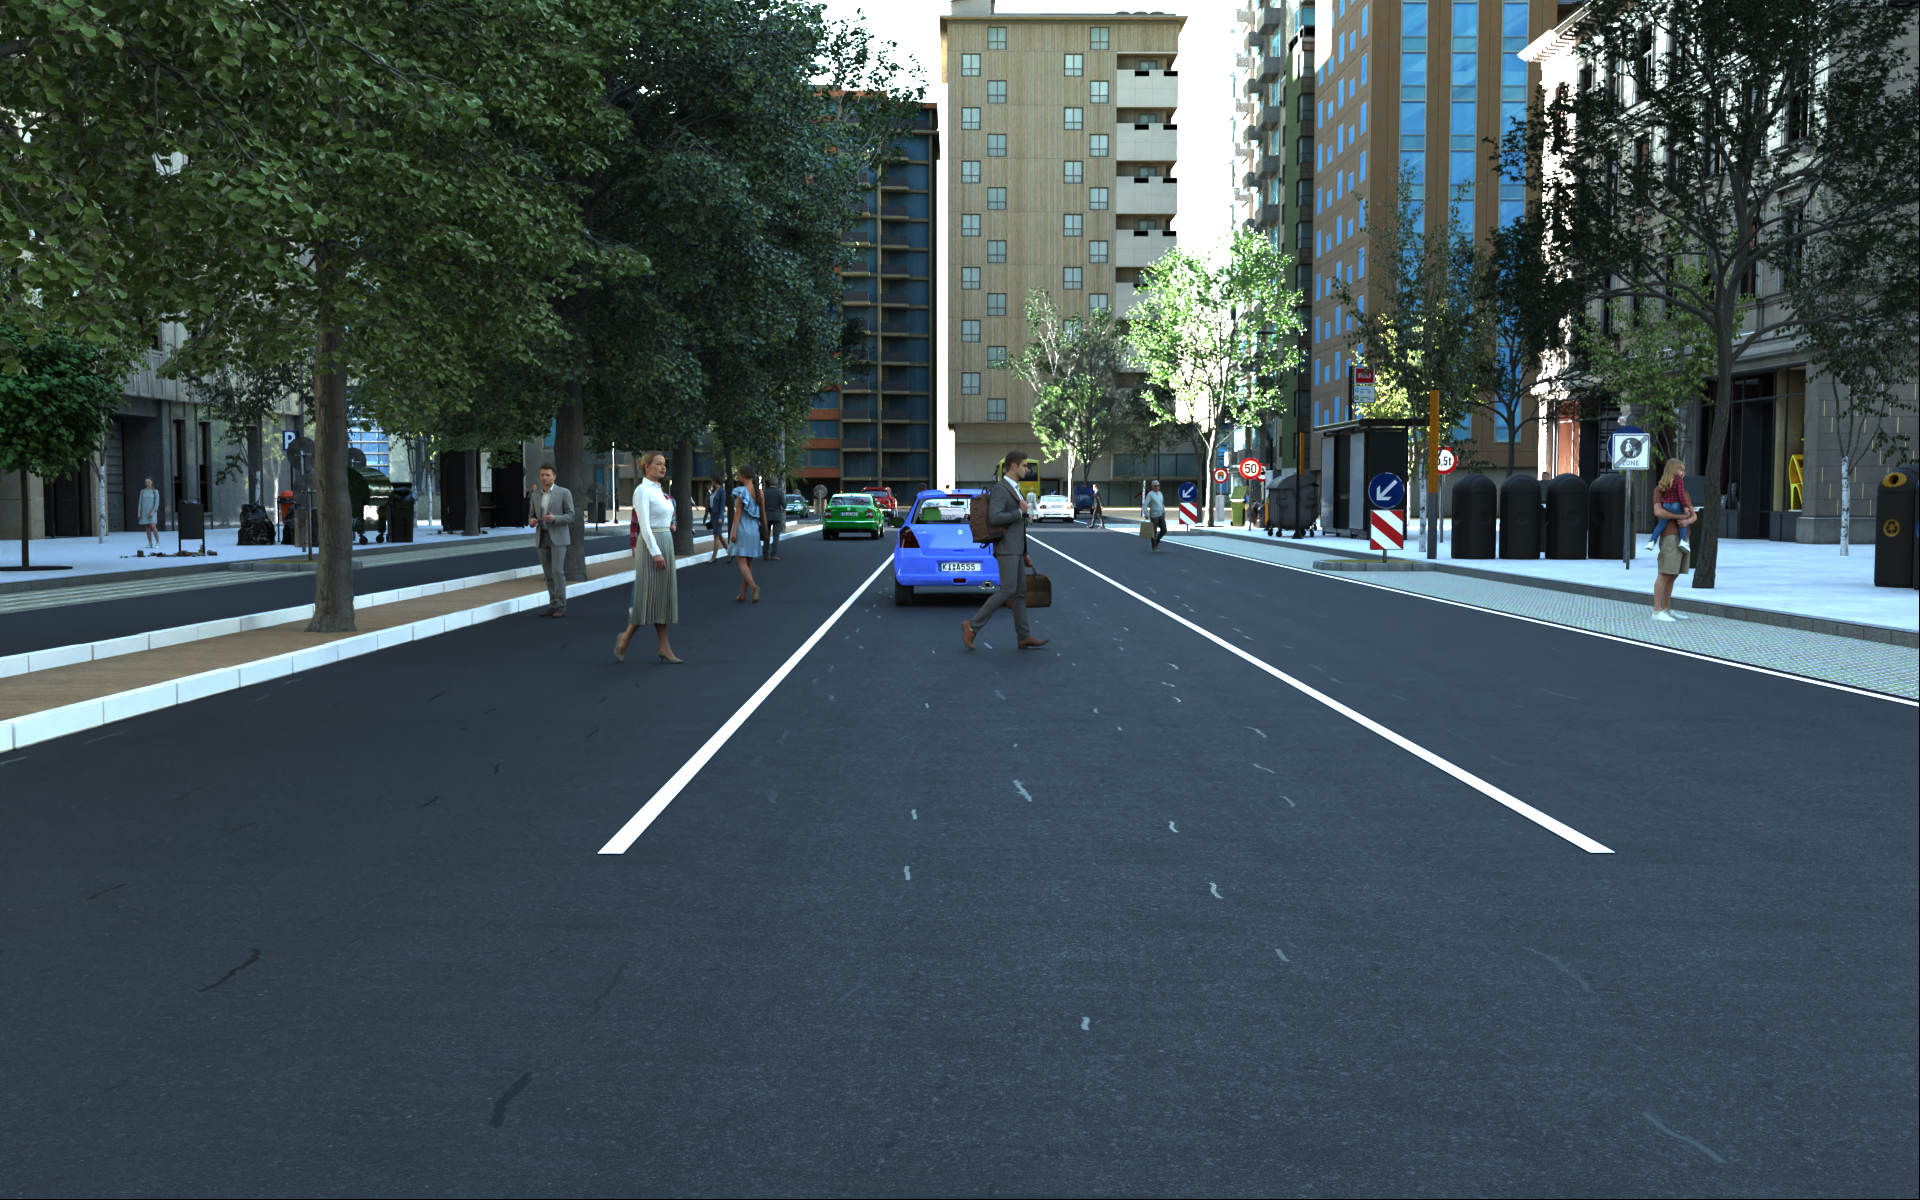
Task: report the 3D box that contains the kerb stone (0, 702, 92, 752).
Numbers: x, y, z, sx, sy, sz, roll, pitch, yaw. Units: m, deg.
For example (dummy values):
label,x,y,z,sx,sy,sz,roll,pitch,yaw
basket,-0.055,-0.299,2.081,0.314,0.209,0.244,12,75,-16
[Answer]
label,x,y,z,sx,sy,sz,roll,pitch,yaw
kerb stone,-5.362,0.734,10.221,0.120,0.150,1.000,0,4,0

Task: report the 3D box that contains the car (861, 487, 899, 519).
label,x,y,z,sx,sy,sz,roll,pitch,yaw
car,-4.420,-5.137,92.659,2.281,1.827,5.304,0,4,0

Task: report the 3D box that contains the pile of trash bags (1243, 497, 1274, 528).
label,x,y,z,sx,sy,sz,roll,pitch,yaw
pile of trash bags,11.940,-3.399,65.327,1.912,1.369,3.447,0,4,-5

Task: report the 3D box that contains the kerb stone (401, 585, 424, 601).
label,x,y,z,sx,sy,sz,roll,pitch,yaw
kerb stone,-7.526,-0.082,23.537,0.120,0.150,1.000,0,4,0

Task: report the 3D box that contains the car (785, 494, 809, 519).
label,x,y,z,sx,sy,sz,roll,pitch,yaw
car,-10.032,-5.582,103.067,2.131,1.459,4.920,0,4,0

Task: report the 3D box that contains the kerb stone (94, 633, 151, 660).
label,x,y,z,sx,sy,sz,roll,pitch,yaw
kerb stone,-7.487,0.427,15.349,0.120,0.150,1.000,0,4,0

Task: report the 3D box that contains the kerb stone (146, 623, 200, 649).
label,x,y,z,sx,sy,sz,roll,pitch,yaw
kerb stone,-7.486,0.356,16.374,0.120,0.150,1.000,0,4,0

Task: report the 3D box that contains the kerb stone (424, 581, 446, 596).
label,x,y,z,sx,sy,sz,roll,pitch,yaw
kerb stone,-7.532,-0.145,24.562,0.120,0.150,1.000,0,4,0

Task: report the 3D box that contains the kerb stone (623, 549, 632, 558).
label,x,y,z,sx,sy,sz,roll,pitch,yaw
kerb stone,-7.595,-1.024,38.934,0.120,0.150,1.000,0,4,0

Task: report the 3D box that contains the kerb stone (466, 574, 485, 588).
label,x,y,z,sx,sy,sz,roll,pitch,yaw
kerb stone,-7.535,-0.271,26.622,0.120,0.150,1.000,0,4,0

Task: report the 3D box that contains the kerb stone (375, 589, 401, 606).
label,x,y,z,sx,sy,sz,roll,pitch,yaw
kerb stone,-7.523,-0.019,22.513,0.120,0.150,1.000,0,4,0

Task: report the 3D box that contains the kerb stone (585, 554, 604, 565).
label,x,y,z,sx,sy,sz,roll,pitch,yaw
kerb stone,-7.583,-0.835,35.854,0.120,0.150,1.000,0,4,0

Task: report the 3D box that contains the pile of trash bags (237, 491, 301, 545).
label,x,y,z,sx,sy,sz,roll,pitch,yaw
pile of trash bags,-17.628,-2.151,44.918,1.912,1.369,3.447,-1,4,-14

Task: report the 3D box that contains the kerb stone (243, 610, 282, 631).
label,x,y,z,sx,sy,sz,roll,pitch,yaw
kerb stone,-7.493,0.232,18.419,0.120,0.150,1.000,0,4,0

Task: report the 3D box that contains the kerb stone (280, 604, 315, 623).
label,x,y,z,sx,sy,sz,roll,pitch,yaw
kerb stone,-7.511,0.172,19.441,0.120,0.150,1.000,0,4,0

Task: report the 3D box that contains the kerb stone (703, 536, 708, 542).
label,x,y,z,sx,sy,sz,roll,pitch,yaw
kerb stone,-7.648,-1.776,51.227,0.120,0.150,1.000,0,4,0

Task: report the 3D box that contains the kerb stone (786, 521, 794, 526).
label,x,y,z,sx,sy,sz,roll,pitch,yaw
kerb stone,-7.781,-3.468,78.900,0.120,0.150,1.000,0,4,0

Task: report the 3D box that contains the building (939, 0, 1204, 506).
label,x,y,z,sx,sy,sz,roll,pitch,yaw
building,11.584,-36.847,191.685,27.495,52.752,28.713,0,4,0

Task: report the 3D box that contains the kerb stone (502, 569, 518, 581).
label,x,y,z,sx,sy,sz,roll,pitch,yaw
kerb stone,-7.551,-0.393,28.673,0.120,0.150,1.000,0,4,0

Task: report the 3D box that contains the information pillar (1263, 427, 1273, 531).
label,x,y,z,sx,sy,sz,roll,pitch,yaw
information pillar,10.773,-4.223,60.399,0.183,3.616,0.504,-1,4,-10

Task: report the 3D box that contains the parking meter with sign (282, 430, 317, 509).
label,x,y,z,sx,sy,sz,roll,pitch,yaw
parking meter with sign,-17.981,-3.183,48.300,0.543,3.016,1.738,2,4,26

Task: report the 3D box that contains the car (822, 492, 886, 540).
label,x,y,z,sx,sy,sz,roll,pitch,yaw
car,-3.416,-2.887,56.001,1.959,1.807,4.718,0,4,1

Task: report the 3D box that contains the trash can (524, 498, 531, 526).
label,x,y,z,sx,sy,sz,roll,pitch,yaw
trash can,-17.437,-3.509,69.023,0.748,1.137,0.748,0,3,0

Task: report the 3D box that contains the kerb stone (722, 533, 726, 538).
label,x,y,z,sx,sy,sz,roll,pitch,yaw
kerb stone,-7.665,-2.026,55.317,0.120,0.150,1.000,0,4,0

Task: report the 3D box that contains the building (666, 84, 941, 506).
label,x,y,z,sx,sy,sz,roll,pitch,yaw
building,-16.580,-32.633,188.179,28.867,44.769,22.147,0,4,0

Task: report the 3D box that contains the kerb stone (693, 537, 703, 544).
label,x,y,z,sx,sy,sz,roll,pitch,yaw
kerb stone,-7.650,-1.713,50.205,0.120,0.150,1.000,0,4,0

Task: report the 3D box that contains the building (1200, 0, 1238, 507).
label,x,y,z,sx,sy,sz,roll,pitch,yaw
building,40.927,-53.484,187.138,31.000,86.520,22.319,0,4,0

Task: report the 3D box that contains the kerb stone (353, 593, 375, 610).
label,x,y,z,sx,sy,sz,roll,pitch,yaw
kerb stone,-7.517,0.044,21.491,0.120,0.150,1.000,0,4,0

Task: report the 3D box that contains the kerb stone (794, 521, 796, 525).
label,x,y,z,sx,sy,sz,roll,pitch,yaw
kerb stone,-7.782,-3.523,79.923,0.120,0.150,1.000,0,4,0

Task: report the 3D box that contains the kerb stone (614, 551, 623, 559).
label,x,y,z,sx,sy,sz,roll,pitch,yaw
kerb stone,-7.588,-0.959,37.909,0.120,0.150,1.000,0,4,0

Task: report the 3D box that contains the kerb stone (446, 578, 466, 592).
label,x,y,z,sx,sy,sz,roll,pitch,yaw
kerb stone,-7.534,-0.205,25.595,0.120,0.150,1.000,0,4,0

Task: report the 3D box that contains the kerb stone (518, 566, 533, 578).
label,x,y,z,sx,sy,sz,roll,pitch,yaw
kerb stone,-7.550,-0.459,29.701,0.120,0.150,1.000,0,4,0

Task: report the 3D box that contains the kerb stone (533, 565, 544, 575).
label,x,y,z,sx,sy,sz,roll,pitch,yaw
kerb stone,-7.553,-0.518,30.729,0.120,0.150,1.000,0,4,0

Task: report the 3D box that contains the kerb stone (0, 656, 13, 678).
label,x,y,z,sx,sy,sz,roll,pitch,yaw
kerb stone,-7.478,0.545,13.290,0.120,0.150,1.000,0,4,0

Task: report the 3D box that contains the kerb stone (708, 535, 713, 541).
label,x,y,z,sx,sy,sz,roll,pitch,yaw
kerb stone,-7.660,-1.838,52.250,0.120,0.150,1.000,0,4,0

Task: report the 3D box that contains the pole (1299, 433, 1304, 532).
label,x,y,z,sx,sy,sz,roll,pitch,yaw
pole,11.315,-3.895,57.532,0.158,3.312,0.155,0,3,0

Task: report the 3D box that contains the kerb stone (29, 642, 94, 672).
label,x,y,z,sx,sy,sz,roll,pitch,yaw
kerb stone,-7.492,0.484,14.326,0.120,0.150,1.000,0,4,0

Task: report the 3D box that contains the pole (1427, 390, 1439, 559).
label,x,y,z,sx,sy,sz,roll,pitch,yaw
pole,9.325,-2.463,34.118,0.158,3.312,0.155,0,3,0

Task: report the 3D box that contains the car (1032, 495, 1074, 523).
label,x,y,z,sx,sy,sz,roll,pitch,yaw
car,4.690,-4.599,87.563,2.083,1.381,4.827,0,4,-2

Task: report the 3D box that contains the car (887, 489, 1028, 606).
label,x,y,z,sx,sy,sz,roll,pitch,yaw
car,-0.028,-0.855,23.565,1.945,1.707,3.694,0,4,-1

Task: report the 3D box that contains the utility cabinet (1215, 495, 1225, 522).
label,x,y,z,sx,sy,sz,roll,pitch,yaw
utility cabinet,12.156,-4.278,81.110,0.306,1.237,1.020,0,4,0

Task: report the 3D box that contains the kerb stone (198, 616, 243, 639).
label,x,y,z,sx,sy,sz,roll,pitch,yaw
kerb stone,-7.496,0.294,17.397,0.120,0.150,1.000,0,4,0

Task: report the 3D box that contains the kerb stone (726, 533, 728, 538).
label,x,y,z,sx,sy,sz,roll,pitch,yaw
kerb stone,-7.677,-2.151,57.362,0.120,0.150,1.000,0,4,0

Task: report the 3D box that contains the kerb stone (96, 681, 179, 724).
label,x,y,z,sx,sy,sz,roll,pitch,yaw
kerb stone,-5.372,0.672,11.244,0.120,0.150,1.000,0,4,0

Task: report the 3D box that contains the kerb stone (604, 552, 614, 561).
label,x,y,z,sx,sy,sz,roll,pitch,yaw
kerb stone,-7.583,-0.899,36.887,0.120,0.150,1.000,0,4,0

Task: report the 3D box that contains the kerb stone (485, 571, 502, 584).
label,x,y,z,sx,sy,sz,roll,pitch,yaw
kerb stone,-7.542,-0.333,27.645,0.120,0.150,1.000,0,4,0
